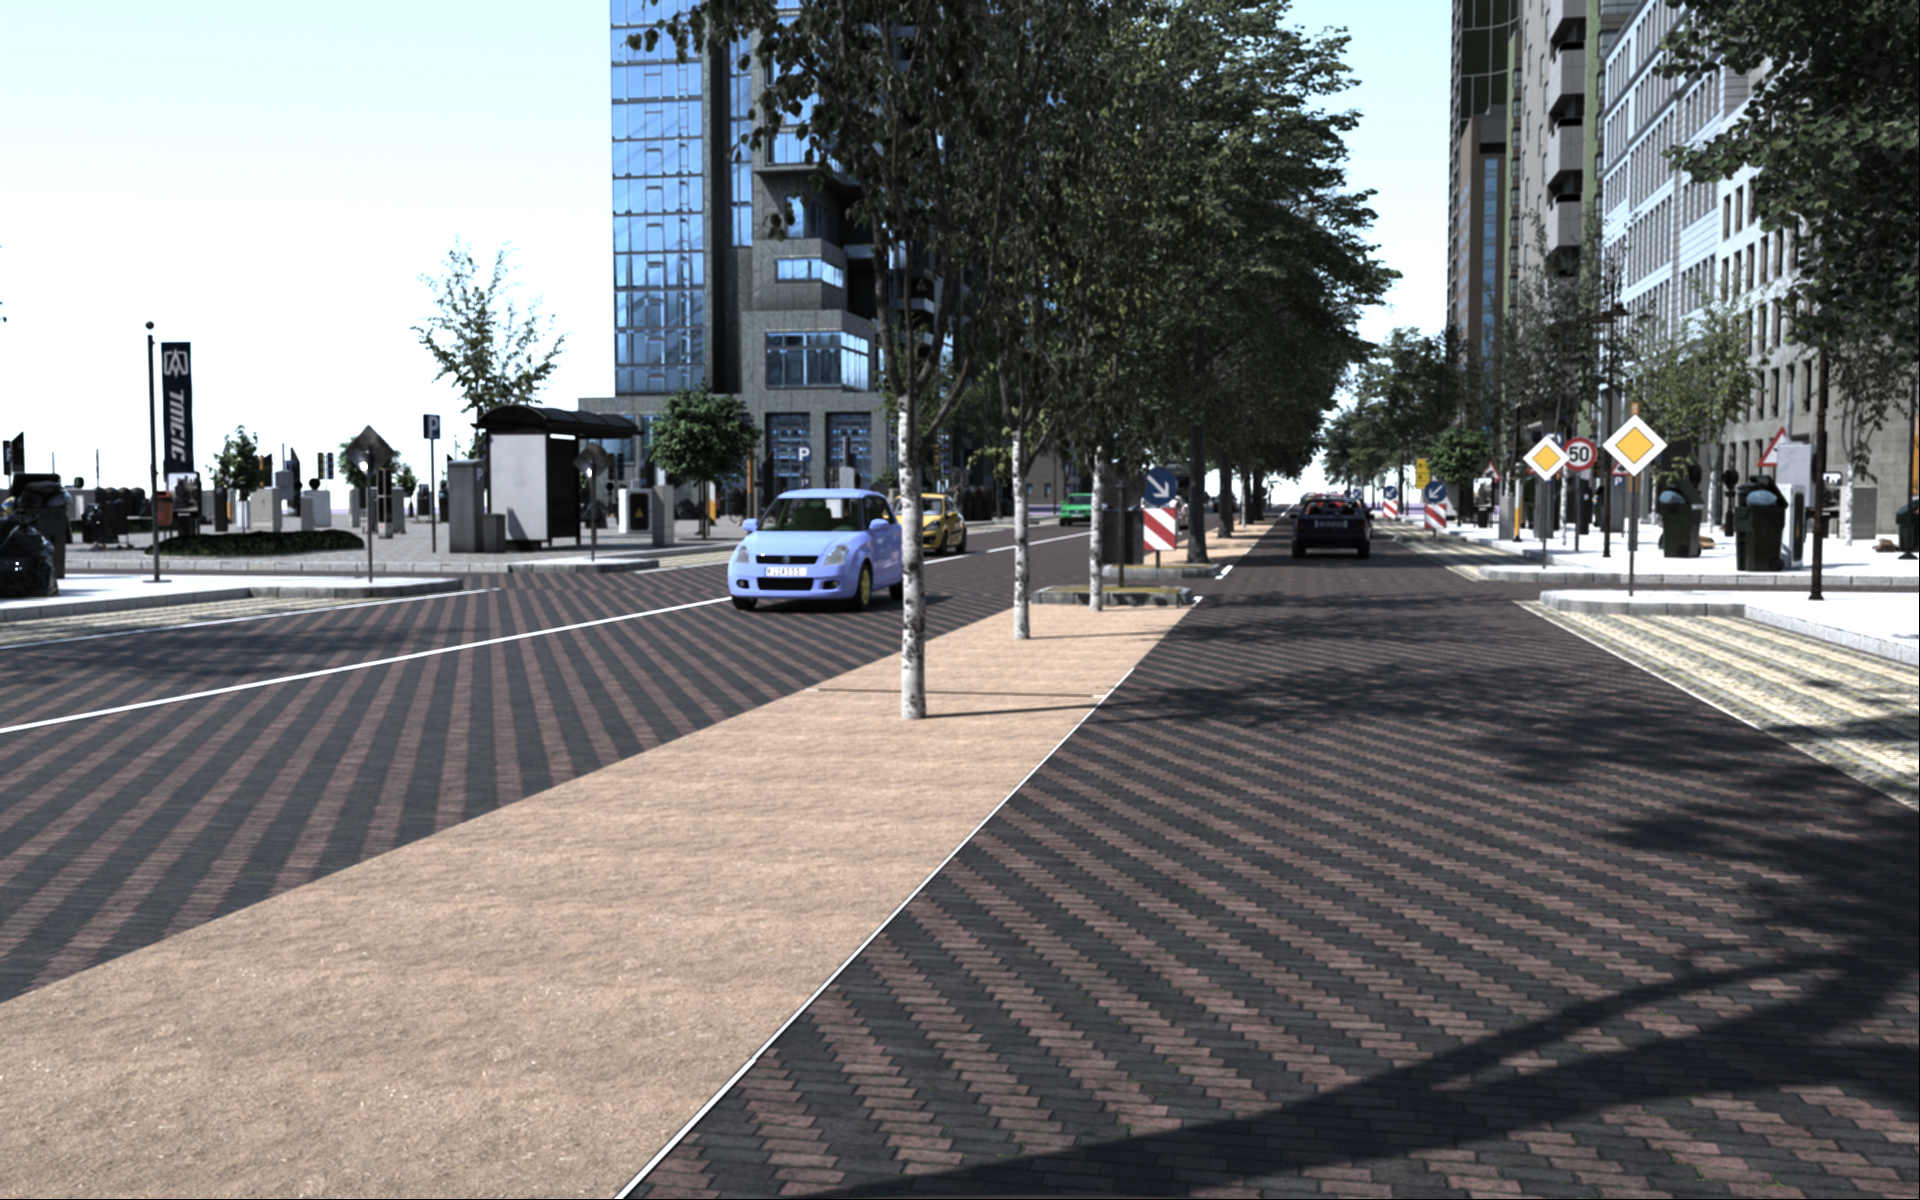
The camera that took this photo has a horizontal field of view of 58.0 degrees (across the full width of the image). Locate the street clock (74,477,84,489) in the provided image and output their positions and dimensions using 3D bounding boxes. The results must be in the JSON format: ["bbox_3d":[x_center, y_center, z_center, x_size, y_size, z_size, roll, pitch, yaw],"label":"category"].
[{"bbox_3d":[-36.662,-4.131,72.115,0.471,2.002,0.358,3,4,36],"label":"street clock"}]

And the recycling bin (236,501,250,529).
[{"bbox_3d":[-26.156,-3.136,63.828,0.722,1.027,0.722,3,4,36],"label":"recycling bin"}]

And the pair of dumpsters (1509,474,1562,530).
[{"bbox_3d":[21.336,-3.771,64.146,1.574,2.255,4.437,1,4,11],"label":"pair of dumpsters"}]

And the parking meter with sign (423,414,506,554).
[{"bbox_3d":[-10.733,-2.532,37.651,1.738,3.016,0.543,1,4,16],"label":"parking meter with sign"}]

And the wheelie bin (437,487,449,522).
[{"bbox_3d":[-23.544,-4.370,79.354,0.693,1.594,0.980,0,4,1],"label":"wheelie bin"}]

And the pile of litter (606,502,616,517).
[{"bbox_3d":[-19.700,-5.209,99.138,1.719,0.858,1.176,0,4,-4],"label":"pile of litter"}]

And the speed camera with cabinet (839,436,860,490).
[{"bbox_3d":[-3.933,-3.930,58.598,0.660,3.252,2.038,1,4,15],"label":"speed camera with cabinet"}]

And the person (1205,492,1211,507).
[{"bbox_3d":[28.167,-11.466,196.785,0.721,1.723,1.217,-2,4,-27],"label":"person"}]

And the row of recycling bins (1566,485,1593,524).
[{"bbox_3d":[26.739,-4.226,76.215,1.069,1.692,3.534,0,4,-6],"label":"row of recycling bins"}]

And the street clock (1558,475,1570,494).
[{"bbox_3d":[23.247,-3.802,66.730,0.471,2.002,0.358,-3,5,-42],"label":"street clock"}]

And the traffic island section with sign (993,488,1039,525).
[{"bbox_3d":[2.695,-4.468,81.687,1.989,1.847,2.006,1,4,11],"label":"traffic island section with sign"}]

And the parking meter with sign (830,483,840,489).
[{"bbox_3d":[-6.306,-5.676,89.056,0.543,3.016,1.738,-3,5,-43],"label":"parking meter with sign"}]

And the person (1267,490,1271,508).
[{"bbox_3d":[30.855,-10.036,172.666,0.705,1.814,1.350,1,4,21],"label":"person"}]

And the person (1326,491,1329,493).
[{"bbox_3d":[40.886,-11.257,192.517,0.705,1.831,1.348,-1,4,-9],"label":"person"}]

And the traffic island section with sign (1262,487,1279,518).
[{"bbox_3d":[18.147,-5.873,104.158,2.006,1.907,1.989,1,4,11],"label":"traffic island section with sign"}]

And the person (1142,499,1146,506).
[{"bbox_3d":[8.462,-4.270,78.498,0.728,1.800,0.709,3,5,43],"label":"person"}]

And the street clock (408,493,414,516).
[{"bbox_3d":[-30.992,-5.700,97.770,0.358,2.002,0.471,1,4,9],"label":"street clock"}]

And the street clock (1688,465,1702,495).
[{"bbox_3d":[18.330,-2.365,43.245,0.358,2.002,0.471,1,4,11],"label":"street clock"}]

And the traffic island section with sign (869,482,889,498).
[{"bbox_3d":[-2.638,-2.821,54.755,1.989,1.847,2.006,1,4,11],"label":"traffic island section with sign"}]

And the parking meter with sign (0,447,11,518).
[{"bbox_3d":[-36.279,-4.186,64.708,1.738,3.016,0.543,0,4,5],"label":"parking meter with sign"}]

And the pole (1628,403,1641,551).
[{"bbox_3d":[15.102,-2.748,38.780,0.158,3.312,0.155,0,3,0],"label":"pole"}]

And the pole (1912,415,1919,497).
[{"bbox_3d":[24.716,-3.117,44.811,0.158,3.312,0.155,0,3,0],"label":"pole"}]

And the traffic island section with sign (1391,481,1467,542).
[{"bbox_3d":[14.117,-2.656,52.049,1.989,1.847,2.006,1,4,11],"label":"traffic island section with sign"}]

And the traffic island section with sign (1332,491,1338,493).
[{"bbox_3d":[34.315,-8.891,153.998,1.989,1.847,2.006,1,4,11],"label":"traffic island section with sign"}]

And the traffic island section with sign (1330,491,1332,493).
[{"bbox_3d":[45.141,-12.227,208.544,1.989,1.847,2.006,1,4,11],"label":"traffic island section with sign"}]

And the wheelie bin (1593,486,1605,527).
[{"bbox_3d":[24.920,-3.603,66.812,0.980,1.594,0.693,-1,4,-16],"label":"wheelie bin"}]

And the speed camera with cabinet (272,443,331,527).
[{"bbox_3d":[-25.492,-4.447,67.049,2.038,3.252,0.660,-2,4,-34],"label":"speed camera with cabinet"}]

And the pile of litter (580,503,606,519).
[{"bbox_3d":[-17.951,-4.259,83.605,1.176,0.858,1.719,-1,4,-21],"label":"pile of litter"}]

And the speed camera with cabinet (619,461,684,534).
[{"bbox_3d":[-9.956,-3.763,55.856,2.038,3.252,0.660,-2,4,-35],"label":"speed camera with cabinet"}]

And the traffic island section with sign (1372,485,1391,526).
[{"bbox_3d":[19.351,-4.273,78.493,1.989,1.847,2.006,1,4,11],"label":"traffic island section with sign"}]

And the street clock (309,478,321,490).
[{"bbox_3d":[-29.090,-4.498,78.113,0.471,2.002,0.358,0,4,3],"label":"street clock"}]

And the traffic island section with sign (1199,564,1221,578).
[{"bbox_3d":[3.542,-1.365,30.447,2.006,1.907,1.989,1,4,11],"label":"traffic island section with sign"}]

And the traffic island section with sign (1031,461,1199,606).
[{"bbox_3d":[2.092,-0.920,23.183,2.006,1.907,1.989,1,4,11],"label":"traffic island section with sign"}]

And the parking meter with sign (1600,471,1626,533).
[{"bbox_3d":[21.701,-3.739,57.387,0.543,3.016,1.738,0,4,0],"label":"parking meter with sign"}]

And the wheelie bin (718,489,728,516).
[{"bbox_3d":[-14.288,-5.815,102.988,0.980,1.594,0.693,0,4,-2],"label":"wheelie bin"}]

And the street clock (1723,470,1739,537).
[{"bbox_3d":[23.081,-2.895,51.907,0.358,2.002,0.471,-1,4,-10],"label":"street clock"}]

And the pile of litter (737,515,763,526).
[{"bbox_3d":[-8.429,-3.395,69.474,1.176,0.858,1.719,1,4,18],"label":"pile of litter"}]

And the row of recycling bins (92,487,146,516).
[{"bbox_3d":[-48.631,-5.680,99.975,1.069,1.692,3.534,1,4,23],"label":"row of recycling bins"}]

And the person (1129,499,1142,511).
[{"bbox_3d":[4.997,-2.462,49.024,0.793,1.790,0.793,-1,4,-22],"label":"person"}]

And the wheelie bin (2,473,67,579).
[{"bbox_3d":[-13.894,-1.118,26.181,0.693,1.594,0.980,3,5,39],"label":"wheelie bin"}]

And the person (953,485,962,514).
[{"bbox_3d":[-0.143,-3.463,65.665,0.362,1.759,0.519,2,4,31],"label":"person"}]

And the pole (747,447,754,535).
[{"bbox_3d":[-6.497,-3.662,53.725,0.158,3.312,0.155,0,3,0],"label":"pole"}]

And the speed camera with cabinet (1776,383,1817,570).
[{"bbox_3d":[14.473,-2.194,30.207,0.660,3.252,2.038,3,4,38],"label":"speed camera with cabinet"}]

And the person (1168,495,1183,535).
[{"bbox_3d":[7.589,-3.051,60.981,0.503,1.515,0.523,-1,4,-13],"label":"person"}]

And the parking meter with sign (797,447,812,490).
[{"bbox_3d":[-5.724,-4.179,64.590,0.543,3.016,1.738,0,4,1],"label":"parking meter with sign"}]

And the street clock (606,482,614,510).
[{"bbox_3d":[-21.730,-6.298,107.537,0.471,2.002,0.358,-2,4,-34],"label":"street clock"}]

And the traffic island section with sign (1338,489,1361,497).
[{"bbox_3d":[28.992,-7.247,127.119,1.989,1.847,2.006,1,4,11],"label":"traffic island section with sign"}]

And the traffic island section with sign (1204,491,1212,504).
[{"bbox_3d":[33.669,-14.025,237.943,1.989,1.847,2.006,1,4,11],"label":"traffic island section with sign"}]

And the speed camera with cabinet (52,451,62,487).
[{"bbox_3d":[-42.579,-5.232,79.877,2.038,3.252,0.660,-1,4,-21],"label":"speed camera with cabinet"}]

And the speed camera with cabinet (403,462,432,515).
[{"bbox_3d":[-33.838,-6.929,107.630,2.038,3.252,0.660,-2,4,-27],"label":"speed camera with cabinet"}]

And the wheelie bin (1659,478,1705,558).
[{"bbox_3d":[14.498,-1.649,34.861,0.980,1.594,0.693,-3,5,-44],"label":"wheelie bin"}]

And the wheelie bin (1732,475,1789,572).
[{"bbox_3d":[13.221,-1.268,28.645,0.693,1.594,0.980,0,4,-3],"label":"wheelie bin"}]

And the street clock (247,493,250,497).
[{"bbox_3d":[-48.197,-6.926,117.806,0.471,2.002,0.358,2,4,28],"label":"street clock"}]

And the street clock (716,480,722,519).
[{"bbox_3d":[-14.049,-5.773,98.962,0.358,2.002,0.471,3,4,37],"label":"street clock"}]

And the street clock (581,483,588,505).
[{"bbox_3d":[-18.534,-4.948,85.470,0.471,2.002,0.358,-2,4,-33],"label":"street clock"}]

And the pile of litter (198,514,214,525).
[{"bbox_3d":[-32.150,-3.583,72.546,1.719,0.858,1.176,0,4,-1],"label":"pile of litter"}]

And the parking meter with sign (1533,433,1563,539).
[{"bbox_3d":[16.942,-3.293,50.101,0.543,3.016,1.738,0,4,7],"label":"parking meter with sign"}]

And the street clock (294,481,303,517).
[{"bbox_3d":[-36.874,-5.625,96.540,0.471,2.002,0.358,-2,4,-27],"label":"street clock"}]

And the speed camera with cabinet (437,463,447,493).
[{"bbox_3d":[-33.881,-7.162,111.438,2.038,3.252,0.660,-3,4,-36],"label":"speed camera with cabinet"}]

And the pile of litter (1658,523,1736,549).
[{"bbox_3d":[17.061,-1.617,40.401,1.719,0.858,1.176,0,4,-2],"label":"pile of litter"}]
